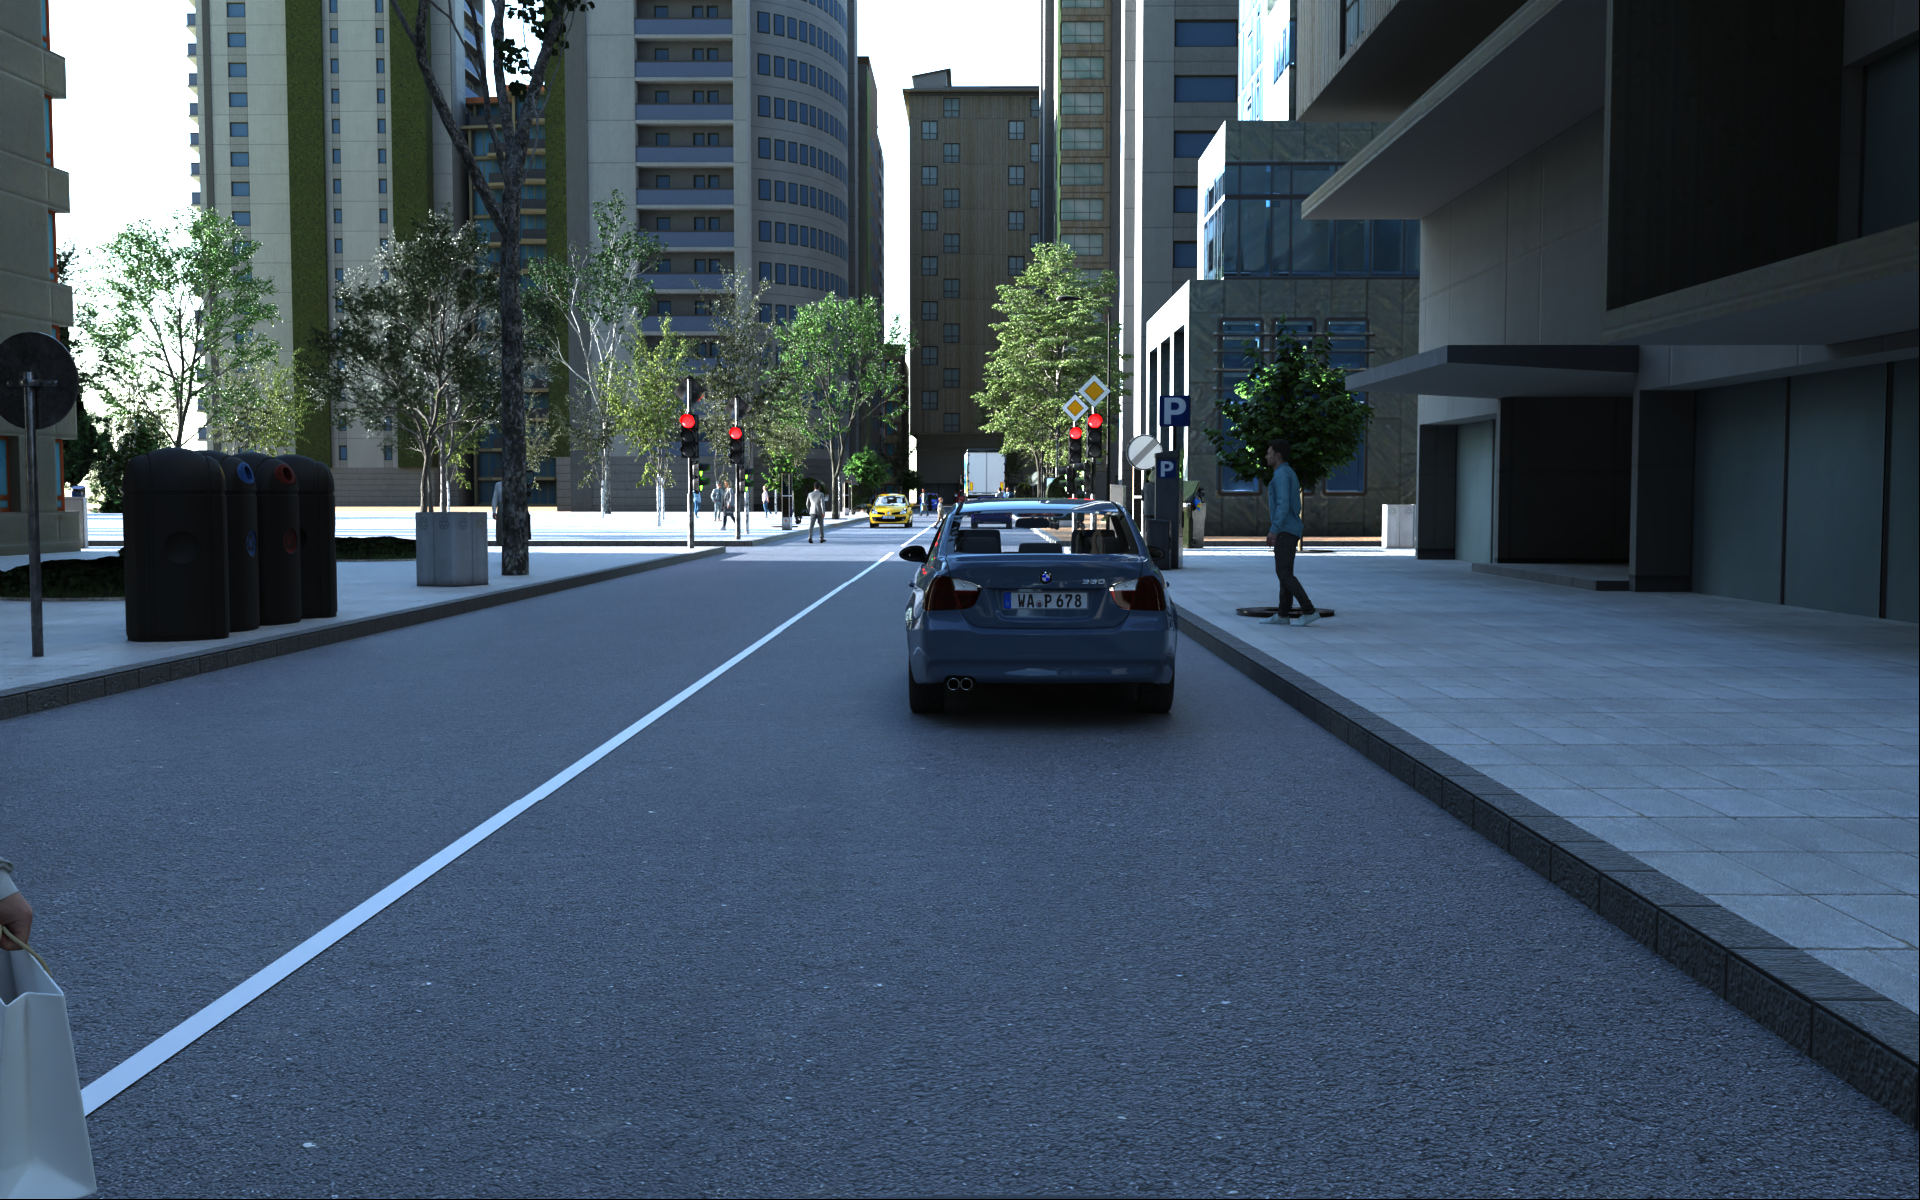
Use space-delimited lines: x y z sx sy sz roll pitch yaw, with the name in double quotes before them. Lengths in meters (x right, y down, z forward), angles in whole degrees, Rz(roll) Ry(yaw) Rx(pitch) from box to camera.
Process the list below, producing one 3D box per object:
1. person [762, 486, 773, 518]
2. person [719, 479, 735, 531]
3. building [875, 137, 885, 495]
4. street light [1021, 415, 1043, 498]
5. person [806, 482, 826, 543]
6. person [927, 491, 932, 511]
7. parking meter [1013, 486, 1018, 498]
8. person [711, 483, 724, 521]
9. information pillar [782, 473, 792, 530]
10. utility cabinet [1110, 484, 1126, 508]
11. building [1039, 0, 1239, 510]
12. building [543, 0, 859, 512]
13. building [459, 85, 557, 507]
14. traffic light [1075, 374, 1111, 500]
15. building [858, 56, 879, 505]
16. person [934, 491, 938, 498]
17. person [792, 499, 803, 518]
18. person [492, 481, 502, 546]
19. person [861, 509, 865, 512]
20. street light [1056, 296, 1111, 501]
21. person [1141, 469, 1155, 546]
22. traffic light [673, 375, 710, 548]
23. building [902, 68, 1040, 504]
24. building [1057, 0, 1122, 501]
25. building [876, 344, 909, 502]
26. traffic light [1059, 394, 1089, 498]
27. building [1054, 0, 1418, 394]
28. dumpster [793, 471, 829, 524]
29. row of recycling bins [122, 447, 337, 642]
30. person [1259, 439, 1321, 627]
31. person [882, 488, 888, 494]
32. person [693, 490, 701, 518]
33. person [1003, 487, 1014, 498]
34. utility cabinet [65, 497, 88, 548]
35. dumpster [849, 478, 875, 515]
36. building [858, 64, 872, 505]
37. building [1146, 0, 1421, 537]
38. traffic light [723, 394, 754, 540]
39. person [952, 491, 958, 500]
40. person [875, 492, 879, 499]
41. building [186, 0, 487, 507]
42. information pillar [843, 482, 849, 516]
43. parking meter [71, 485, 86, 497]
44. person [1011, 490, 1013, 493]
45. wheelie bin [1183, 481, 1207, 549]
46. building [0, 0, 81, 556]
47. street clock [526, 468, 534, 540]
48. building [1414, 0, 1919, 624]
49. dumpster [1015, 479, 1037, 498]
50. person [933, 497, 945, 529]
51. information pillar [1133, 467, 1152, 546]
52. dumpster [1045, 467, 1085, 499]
"person" -10.440 -5.345 94.099 0.598 1.740 0.731 0 4 -7
"person" -8.086 -3.339 60.813 0.728 1.800 0.709 -2 4 -29
"building" -15.398 -30.991 190.298 14.086 41.232 14.154 0 4 1
"street light" 3.496 -6.890 85.187 1.470 5.913 1.316 0 4 1
"person" -4.199 -2.556 50.570 0.678 1.792 0.850 1 4 19
"person" -2.619 -8.491 148.131 0.445 1.727 0.742 0 4 -4
"parking meter" 3.960 -7.049 120.966 0.399 1.863 0.255 -2 4 -31
"person" -11.485 -4.655 82.254 0.635 1.810 0.391 -3 5 -43
"information pillar" -6.166 -3.501 61.726 0.304 2.012 0.304 1 4 13
"utility cabinet" 3.621 -1.888 39.540 0.318 1.500 1.173 1 4 9
"building" 18.815 -39.132 181.801 21.231 58.520 28.212 0 4 1
"building" -19.558 -36.437 137.749 21.231 58.520 28.212 0 4 1
"building" -36.922 -32.492 185.869 28.867 44.769 22.147 0 4 1
"traffic light" 3.127 -3.167 40.706 0.839 4.253 0.868 0 4 1
"building" -15.574 -32.095 174.868 14.600 45.320 14.200 0 4 1
"person" -2.286 -9.381 162.823 0.436 1.711 0.756 2 4 30
"person" -8.773 -5.290 92.444 0.836 1.842 0.656 -1 4 -22
"person" -8.332 -1.566 31.876 0.478 1.798 0.641 0 4 -1
"person" -6.875 -6.847 122.667 0.332 1.250 0.352 -1 4 -10
"street light" 2.954 -4.168 40.694 1.470 5.913 1.316 0 4 1
"person" 4.069 -1.841 36.329 0.537 1.800 0.526 2 4 33
"traffic light" -6.334 -3.172 40.790 0.839 4.253 0.868 0 4 1
"building" 6.966 -38.784 223.362 27.495 52.752 28.713 0 4 1
"building" 14.352 -27.442 132.269 14.154 41.232 14.086 0 4 1
"building" -21.545 -23.200 224.356 28.899 21.520 27.650 0 4 1
"traffic light" 3.212 -3.656 48.690 0.839 4.253 0.868 0 4 1
"building" 22.251 -34.499 153.304 28.713 52.752 27.495 0 4 1
"dumpster" -6.459 -4.394 74.339 1.502 2.255 1.985 0 4 1
"row of recycling bins" -6.999 -0.586 16.701 1.069 1.692 3.534 0 4 0
"person" 3.227 -0.664 16.913 0.620 1.820 0.660 1 4 16
"person" -6.042 -8.067 138.620 1.217 1.739 0.721 1 4 22
"person" -14.143 -5.302 92.998 0.793 1.790 0.793 -1 4 -13
"person" 2.385 -4.821 87.499 0.721 1.800 0.419 1 4 18
"utility cabinet" -21.186 -1.819 40.904 1.020 1.237 0.306 -1 4 -9
"dumpster" -6.121 -6.430 107.630 1.502 2.255 1.985 0 4 1
"building" -15.654 -29.145 160.109 14.154 41.232 14.086 0 4 1
"building" 22.487 -45.753 60.741 31.000 86.520 22.319 0 4 1
"traffic light" -6.249 -3.661 48.774 0.839 4.253 0.868 0 4 1
"person" -0.533 -9.942 171.581 0.750 1.759 0.617 -1 4 -11
"person" -7.803 -9.398 162.887 0.628 1.438 0.799 -3 4 -36
"building" -65.795 -39.391 186.036 28.212 58.520 21.231 0 4 1
"information pillar" -6.785 -6.035 103.172 0.304 2.012 0.304 -1 4 -22
"parking meter" -24.760 -2.462 48.671 0.372 1.533 0.369 0 3 0
"person" 5.524 -10.703 181.974 0.756 1.711 0.436 3 5 39
"wheelie bin" 5.416 -2.028 41.070 0.693 1.594 0.980 -3 5 -44
"building" -34.351 -10.983 24.618 28.899 21.520 27.650 0 4 1
"street clock" -12.187 -2.695 48.626 0.358 2.002 0.471 2 4 29
"building" 19.918 -26.358 20.192 28.713 52.752 27.495 0 4 1
"dumpster" 4.445 -6.901 115.332 1.502 2.255 1.985 0 4 1
"person" -0.790 -3.520 70.324 0.640 1.303 0.475 -2 4 -26
"information pillar" 3.960 -2.027 37.639 0.304 2.012 0.304 -3 5 -42
"dumpster" 3.896 -3.703 63.039 1.502 2.255 1.985 0 4 1
